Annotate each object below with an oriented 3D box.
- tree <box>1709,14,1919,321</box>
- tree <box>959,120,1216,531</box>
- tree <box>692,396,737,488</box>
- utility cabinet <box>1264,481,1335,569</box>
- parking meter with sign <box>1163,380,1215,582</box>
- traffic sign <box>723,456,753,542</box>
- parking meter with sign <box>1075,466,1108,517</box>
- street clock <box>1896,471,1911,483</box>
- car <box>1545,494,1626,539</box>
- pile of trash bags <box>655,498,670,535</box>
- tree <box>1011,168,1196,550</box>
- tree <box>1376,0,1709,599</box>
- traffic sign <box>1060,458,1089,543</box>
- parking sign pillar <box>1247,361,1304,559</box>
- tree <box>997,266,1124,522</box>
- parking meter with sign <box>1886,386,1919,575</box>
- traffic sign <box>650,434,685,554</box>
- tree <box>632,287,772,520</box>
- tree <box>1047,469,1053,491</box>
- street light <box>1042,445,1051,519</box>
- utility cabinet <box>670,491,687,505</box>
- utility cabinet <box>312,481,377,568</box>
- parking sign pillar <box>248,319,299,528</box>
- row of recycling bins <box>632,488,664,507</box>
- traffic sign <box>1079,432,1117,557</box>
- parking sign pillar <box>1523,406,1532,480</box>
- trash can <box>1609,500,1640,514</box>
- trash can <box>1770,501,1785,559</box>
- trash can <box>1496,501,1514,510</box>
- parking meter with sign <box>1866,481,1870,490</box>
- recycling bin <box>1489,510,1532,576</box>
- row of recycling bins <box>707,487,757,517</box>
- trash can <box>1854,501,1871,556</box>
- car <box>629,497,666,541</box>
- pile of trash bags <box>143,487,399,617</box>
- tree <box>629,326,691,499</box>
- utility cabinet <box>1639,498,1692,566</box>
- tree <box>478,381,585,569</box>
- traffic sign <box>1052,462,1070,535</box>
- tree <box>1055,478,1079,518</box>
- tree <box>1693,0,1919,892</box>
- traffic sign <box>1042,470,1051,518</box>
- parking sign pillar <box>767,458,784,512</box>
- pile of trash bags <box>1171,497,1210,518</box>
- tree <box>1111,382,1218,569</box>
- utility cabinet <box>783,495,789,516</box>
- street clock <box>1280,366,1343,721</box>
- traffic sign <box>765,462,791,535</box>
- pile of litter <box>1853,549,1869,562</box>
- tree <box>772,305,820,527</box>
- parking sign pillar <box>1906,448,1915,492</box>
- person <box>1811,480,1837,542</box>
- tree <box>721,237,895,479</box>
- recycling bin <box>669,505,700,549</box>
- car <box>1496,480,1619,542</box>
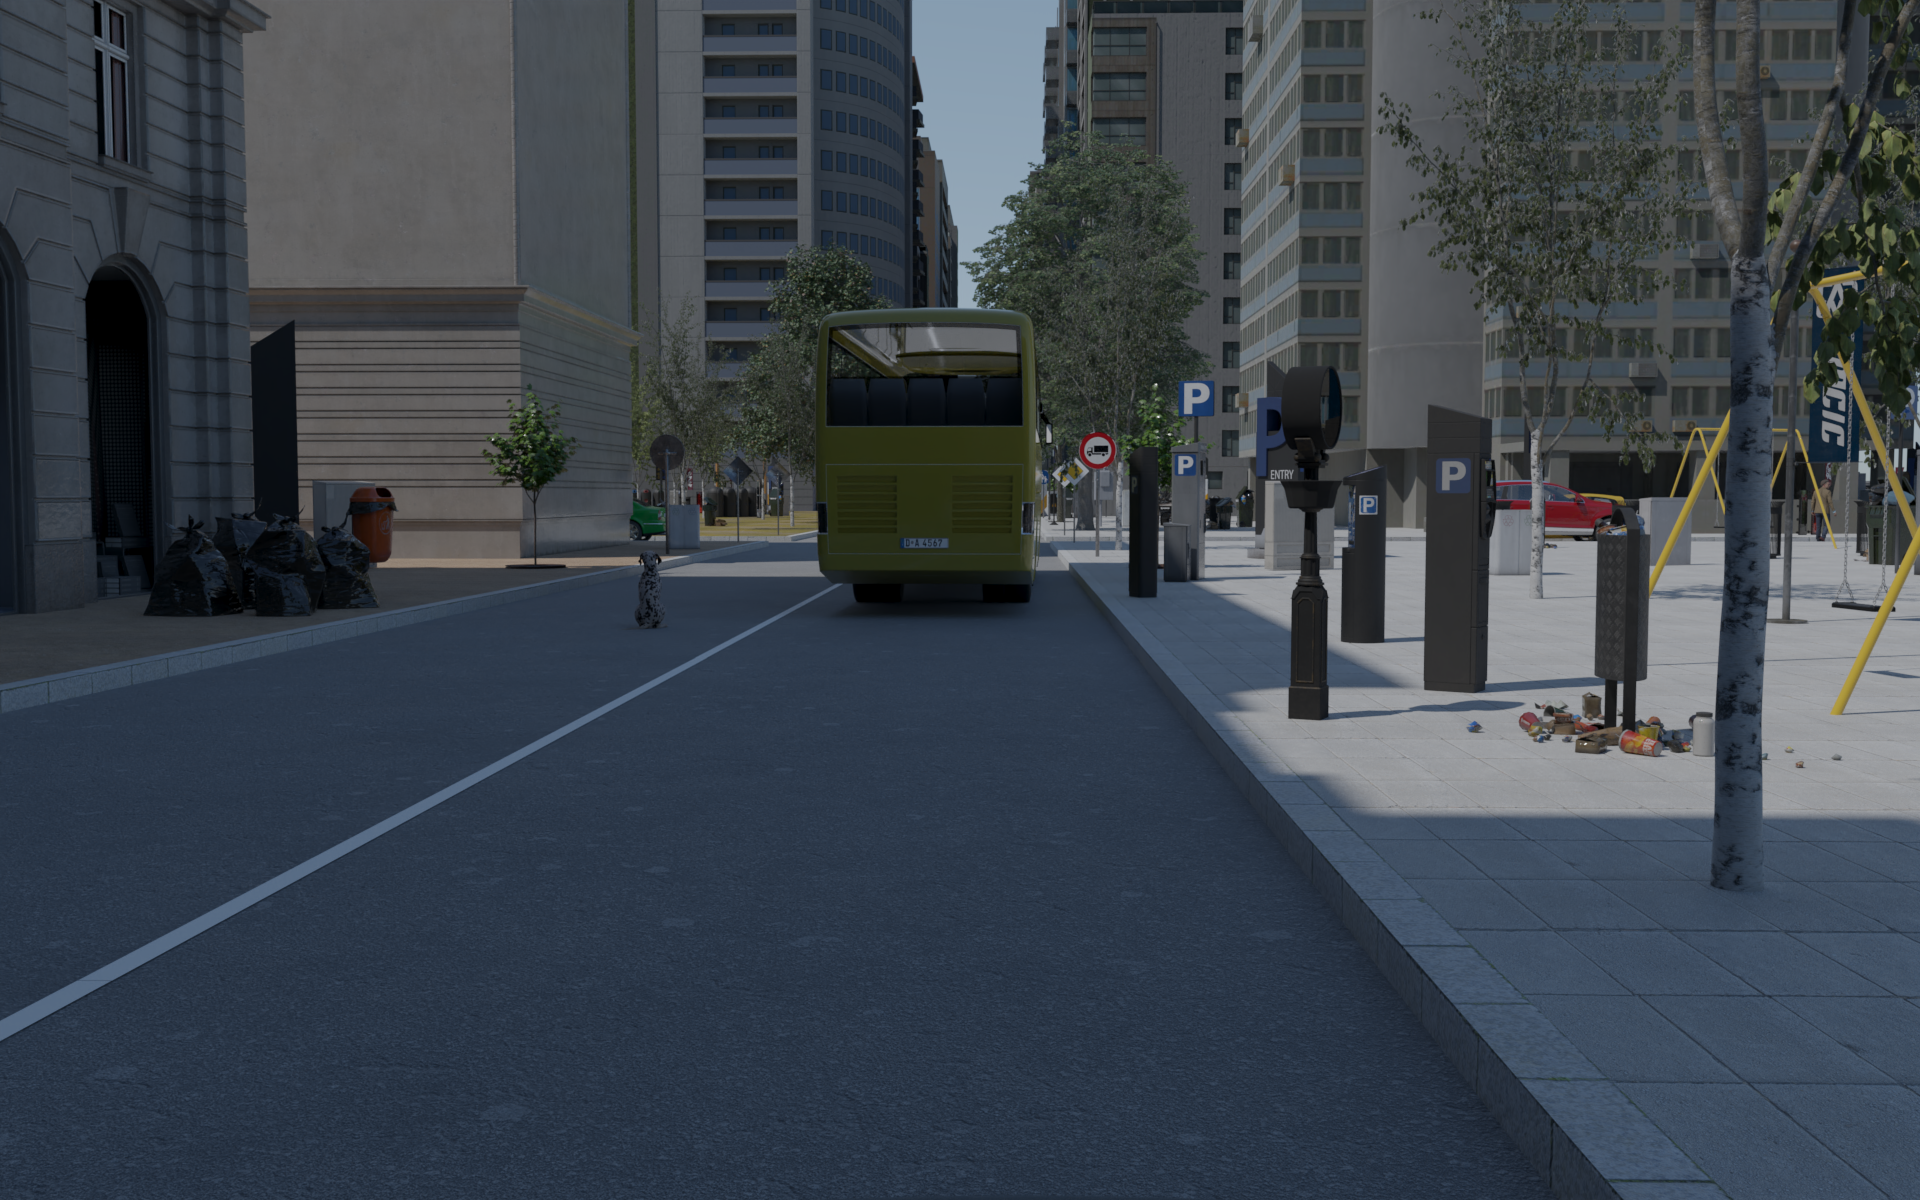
[{"bbox_3d":[12.876,-4.425,22.718,4.360,8.622,3.978,0,3,0],"label":"tree"},{"bbox_3d":[4.509,-9.427,60.794,9.857,13.997,8.962,0,3,0],"label":"tree"},{"bbox_3d":[-17.891,-10.691,125.155,4.737,8.622,4.395,0,3,0],"label":"tree"},{"bbox_3d":[5.747,-1.259,29.269,1.173,1.500,0.318,-1,4,-20],"label":"utility cabinet"},{"bbox_3d":[3.402,-1.815,25.934,0.543,3.016,1.738,1,4,17],"label":"parking meter with sign"},{"bbox_3d":[-5.880,-2.584,45.893,0.795,2.450,0.064,0,4,2],"label":"traffic sign"},{"bbox_3d":[7.228,-6.061,95.360,1.738,3.016,0.543,1,4,12],"label":"parking meter with sign"},{"bbox_3d":[29.890,-3.081,54.937,0.471,2.002,0.358,-2,4,-33],"label":"street clock"},{"bbox_3d":[17.616,-2.454,50.342,3.980,1.641,2.015,0,4,3],"label":"car"},{"bbox_3d":[-10.567,-2.753,54.772,3.447,1.369,1.912,1,4,17],"label":"pile of trash bags"},{"bbox_3d":[3.527,-5.452,39.511,4.360,8.622,3.978,0,3,0],"label":"tree"},{"bbox_3d":[7.025,-4.305,20.754,4.360,8.622,3.978,0,3,0],"label":"tree"},{"bbox_3d":[3.010,-2.568,45.621,0.795,2.450,0.064,0,4,2],"label":"traffic sign"},{"bbox_3d":[6.483,-2.821,34.595,1.447,3.967,1.447,-2,4,-30],"label":"parking sign pillar"},{"bbox_3d":[4.420,-9.346,78.558,9.928,11.665,9.643,0,3,0],"label":"tree"},{"bbox_3d":[15.373,-1.885,27.078,0.543,3.016,1.738,-1,4,-18],"label":"parking meter with sign"},{"bbox_3d":[-6.249,-2.253,36.940,0.768,2.556,0.104,0,4,8],"label":"traffic sign"},{"bbox_3d":[-9.780,-6.831,62.056,4.360,8.622,3.978,0,3,0],"label":"tree"},{"bbox_3d":[5.339,-7.082,110.398,1.663,3.219,1.824,0,3,0],"label":"tree"},{"bbox_3d":[4.620,-7.129,89.342,0.468,5.910,1.993,0,4,2],"label":"street light"},{"bbox_3d":[-19.801,-6.920,121.826,1.173,1.500,0.318,-1,4,-9],"label":"utility cabinet"},{"bbox_3d":[-10.387,-1.261,29.292,0.318,1.500,1.173,1,4,23],"label":"utility cabinet"},{"bbox_3d":[-10.927,-2.341,26.743,1.447,3.967,1.447,-1,4,-23],"label":"parking sign pillar"},{"bbox_3d":[-23.151,-7.214,125.062,3.534,1.692,1.069,-1,4,-21],"label":"row of recycling bins"},{"bbox_3d":[2.817,-2.160,35.416,0.768,2.556,0.104,1,4,10],"label":"traffic sign"},{"bbox_3d":[17.696,-3.988,53.679,1.447,3.967,1.447,1,4,20],"label":"parking sign pillar"},{"bbox_3d":[15.314,-1.725,39.852,0.748,1.137,0.748,0,3,0],"label":"trash can"},{"bbox_3d":[15.972,-1.390,34.377,0.748,1.137,0.748,0,3,0],"label":"trash can"},{"bbox_3d":[11.345,-1.534,36.733,0.748,1.137,0.748,0,3,0],"label":"trash can"},{"bbox_3d":[52.867,-6.390,100.745,1.738,3.016,0.543,2,4,32],"label":"parking meter with sign"},{"bbox_3d":[8.772,-0.920,27.592,0.722,1.027,0.722,0,4,-4],"label":"recycling bin"},{"bbox_3d":[-12.574,-5.458,96.356,1.069,1.692,3.534,3,4,39],"label":"row of recycling bins"},{"bbox_3d":[18.865,-1.476,35.782,0.748,1.137,0.748,0,3,0],"label":"trash can"},{"bbox_3d":[-10.817,-2.557,50.611,4.718,1.807,1.959,0,4,1],"label":"car"},{"bbox_3d":[-7.458,-0.605,19.642,1.912,1.369,3.447,1,4,13],"label":"pile of trash bags"},{"bbox_3d":[-14.695,-7.601,74.638,4.737,8.622,4.395,0,3,0],"label":"tree"},{"bbox_3d":[12.683,-1.223,31.159,1.020,1.237,0.306,-2,4,-25],"label":"utility cabinet"},{"bbox_3d":[-7.513,-2.165,30.002,1.663,3.219,1.824,0,3,0],"label":"tree"},{"bbox_3d":[3.237,-3.056,53.603,0.795,2.450,0.064,0,4,2],"label":"traffic sign"},{"bbox_3d":[6.188,-6.029,93.179,1.663,3.219,1.824,0,3,0],"label":"tree"},{"bbox_3d":[2.756,-3.360,5.299,4.737,8.622,4.395,0,3,0],"label":"tree"},{"bbox_3d":[4.419,-5.598,91.635,0.768,2.556,0.104,1,4,10],"label":"traffic sign"},{"bbox_3d":[-12.751,-8.046,120.022,1.447,3.967,1.447,-3,4,-38],"label":"parking sign pillar"},{"bbox_3d":[12.669,-5.089,92.960,3.447,1.369,1.912,0,4,-7],"label":"pile of trash bags"},{"bbox_3d":[3.369,-2.174,30.152,1.663,3.219,1.824,0,3,0],"label":"tree"},{"bbox_3d":[-10.558,-5.570,102.236,0.306,1.237,1.020,3,5,42],"label":"utility cabinet"},{"bbox_3d":[1.996,-0.324,9.863,0.358,2.002,0.471,2,4,27],"label":"street clock"},{"bbox_3d":[-5.653,-3.072,53.875,0.795,2.450,0.064,0,4,2],"label":"traffic sign"},{"bbox_3d":[17.912,-1.176,33.190,1.719,0.858,1.176,0,4,-5],"label":"pile of litter"},{"bbox_3d":[-6.400,-7.210,68.245,4.360,8.622,3.978,0,3,0],"label":"tree"},{"bbox_3d":[51.702,-6.413,93.322,1.447,3.967,1.447,2,4,31],"label":"parking sign pillar"},{"bbox_3d":[24.350,-2.472,48.827,0.656,1.842,0.836,2,4,26],"label":"person"},{"bbox_3d":[-5.909,-9.818,77.528,9.611,12.733,9.660,0,3,0],"label":"tree"},{"bbox_3d":[-6.466,-1.714,40.578,0.722,1.027,0.722,-1,4,-9],"label":"recycling bin"},{"bbox_3d":[16.079,-2.413,48.130,5.304,1.827,2.281,0,4,0],"label":"car"}]
